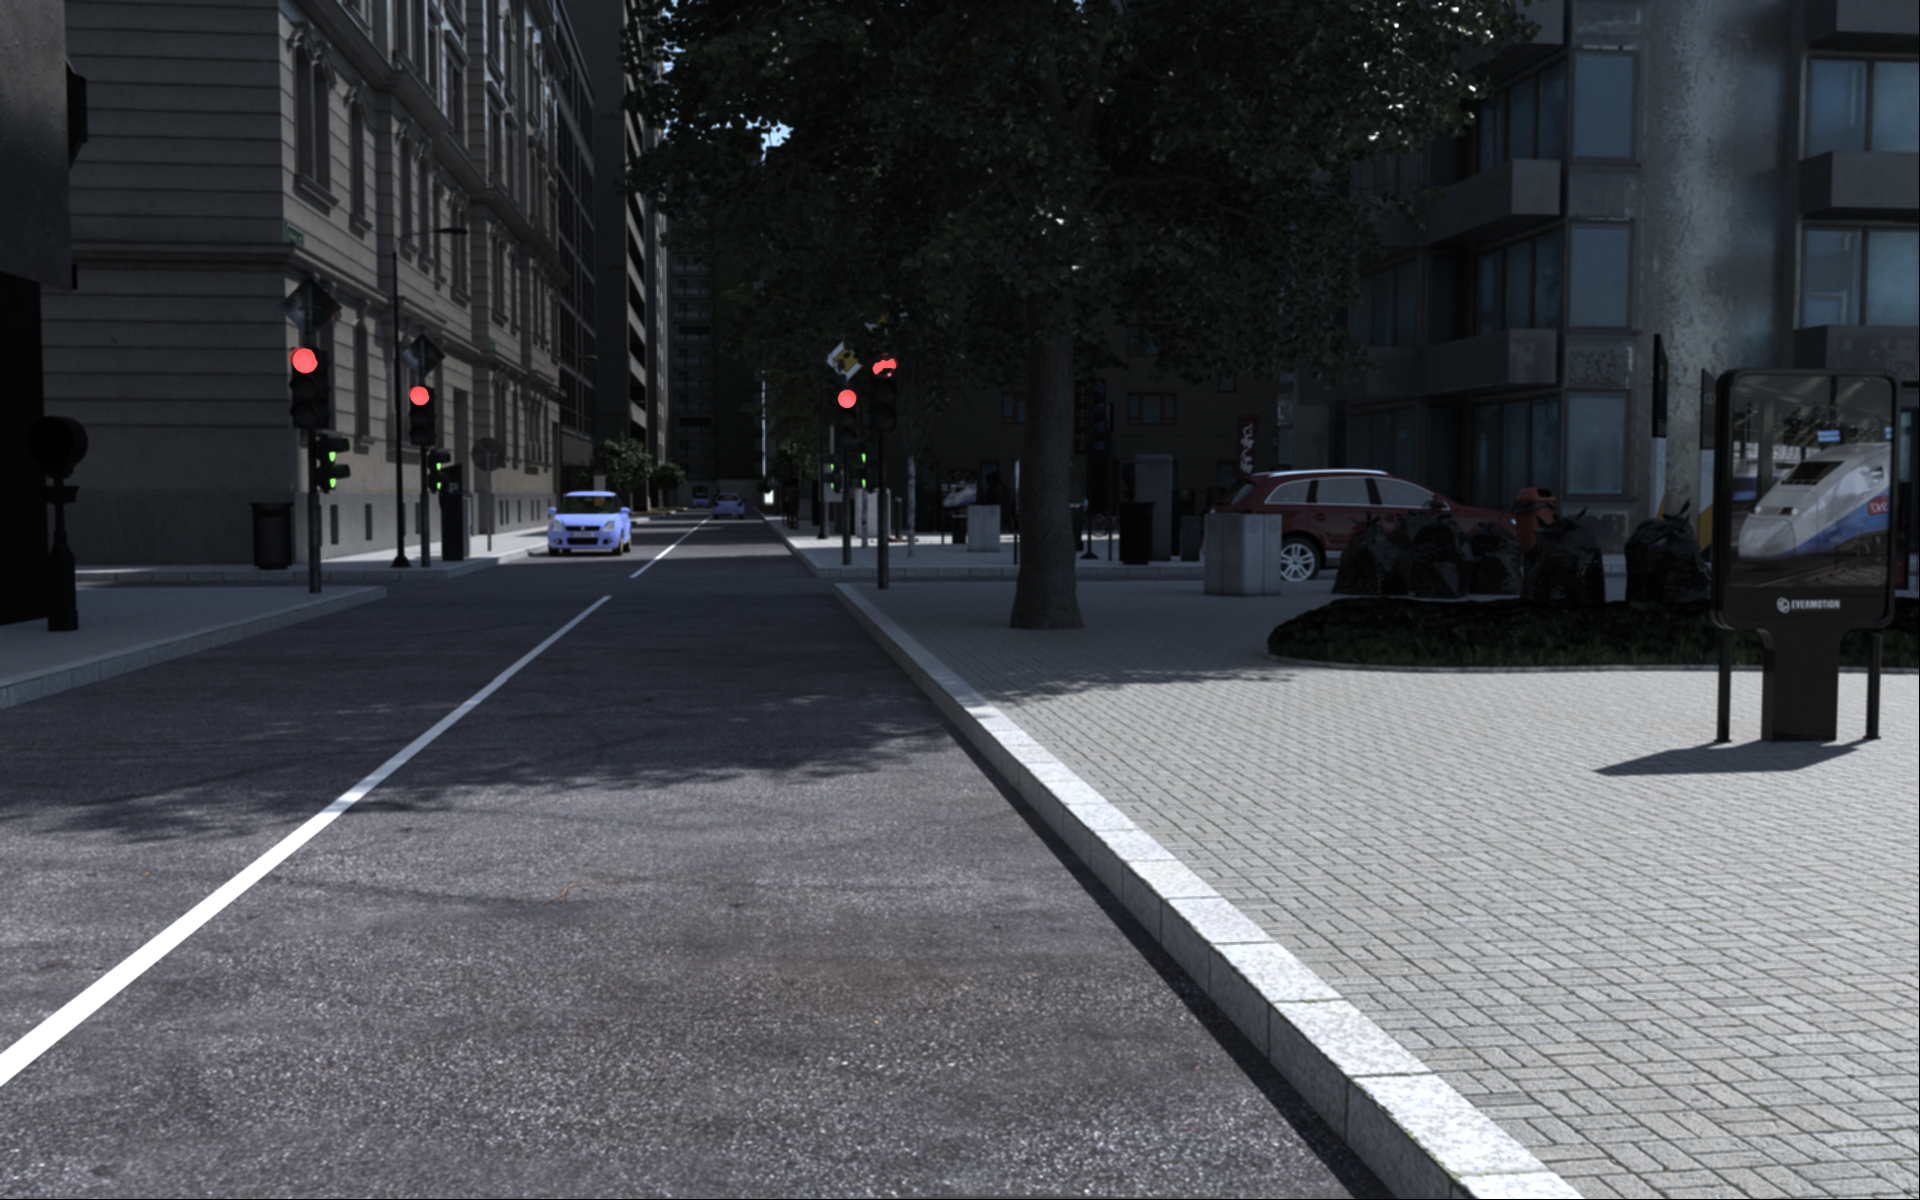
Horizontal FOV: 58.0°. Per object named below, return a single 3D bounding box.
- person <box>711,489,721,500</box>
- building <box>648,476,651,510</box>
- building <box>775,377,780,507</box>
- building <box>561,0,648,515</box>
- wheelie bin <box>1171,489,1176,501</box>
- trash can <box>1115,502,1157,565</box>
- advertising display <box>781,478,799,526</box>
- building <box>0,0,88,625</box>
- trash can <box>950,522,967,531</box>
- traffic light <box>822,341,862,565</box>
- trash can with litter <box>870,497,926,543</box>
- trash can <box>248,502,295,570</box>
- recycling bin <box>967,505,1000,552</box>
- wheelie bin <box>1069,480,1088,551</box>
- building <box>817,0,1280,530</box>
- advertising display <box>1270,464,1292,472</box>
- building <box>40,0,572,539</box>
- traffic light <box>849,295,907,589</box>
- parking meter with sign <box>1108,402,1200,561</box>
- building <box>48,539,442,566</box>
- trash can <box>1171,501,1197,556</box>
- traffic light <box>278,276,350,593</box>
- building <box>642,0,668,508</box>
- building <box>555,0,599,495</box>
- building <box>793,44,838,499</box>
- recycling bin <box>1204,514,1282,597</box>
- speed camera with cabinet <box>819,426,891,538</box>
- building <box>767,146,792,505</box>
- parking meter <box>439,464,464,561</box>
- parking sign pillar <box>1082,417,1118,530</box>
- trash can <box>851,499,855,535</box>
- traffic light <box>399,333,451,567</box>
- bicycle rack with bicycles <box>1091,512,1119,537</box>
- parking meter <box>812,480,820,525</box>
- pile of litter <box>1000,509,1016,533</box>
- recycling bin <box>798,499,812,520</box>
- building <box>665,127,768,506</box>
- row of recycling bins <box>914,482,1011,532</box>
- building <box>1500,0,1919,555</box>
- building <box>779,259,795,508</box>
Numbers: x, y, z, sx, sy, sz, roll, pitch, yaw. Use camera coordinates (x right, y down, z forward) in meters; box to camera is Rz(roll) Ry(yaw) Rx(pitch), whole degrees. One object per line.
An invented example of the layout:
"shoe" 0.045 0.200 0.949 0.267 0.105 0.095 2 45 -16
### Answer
"person" -20.944 -8.697 150.321 1.348 1.869 0.705 1 4 20
"building" -41.187 -27.155 135.872 32.217 40.220 23.993 0 4 -7
"building" -3.761 -19.731 167.637 27.650 21.520 28.899 0 4 -7
"building" -32.059 -29.952 113.419 21.300 48.544 21.600 0 4 -7
"wheelie bin" 7.024 -3.161 59.587 0.693 1.594 0.980 -1 4 -17
"trash can" 3.192 -1.210 31.436 0.748 1.137 0.748 0 3 0
"advertising display" -6.903 -3.986 70.377 0.123 1.923 0.974 2 4 34
"building" -17.116 -8.799 11.320 16.811 18.784 16.820 0 4 -7
"trash can" -0.038 -2.818 57.721 0.748 1.137 0.748 0 3 0
"traffic light" -2.069 -2.589 31.256 0.839 4.253 0.868 0 4 -7
"trash can with litter" -1.567 -2.176 46.635 1.678 1.210 2.233 0 4 1
"trash can" -11.697 -1.089 29.459 0.748 1.137 0.748 0 3 0
"recycling bin" 0.525 -1.593 38.598 0.722 1.027 0.722 0 4 0
"wheelie bin" 2.374 -1.896 38.910 0.980 1.594 0.693 -1 4 -11
"building" 8.040 -14.228 77.670 27.650 21.520 28.899 0 4 -7
"advertising display" 6.887 -1.958 37.233 0.123 1.923 0.974 2 4 32
"building" -22.293 -16.929 64.186 14.401 28.519 23.554 0 4 -7
"traffic light" -1.062 -2.105 23.334 0.839 4.253 0.868 0 4 -7
"parking meter with sign" 3.703 -2.251 33.071 1.738 3.016 0.543 0 4 2
"building" -19.625 -15.501 40.825 14.401 28.519 23.554 0 4 -7
"trash can" 4.549 -1.494 36.075 0.748 1.137 0.748 0 3 0
"traffic light" -8.362 -2.047 22.393 0.839 4.253 0.868 0 4 -7
"building" -39.076 -44.511 166.003 20.611 71.187 20.563 0 4 -7
"building" -26.559 -18.011 87.988 14.314 27.812 24.014 0 4 -7
"building" -4.075 -21.028 115.504 14.160 30.474 14.107 0 4 -7
"recycling bin" 3.601 -0.581 22.061 0.722 1.027 0.722 -3 4 -37
"speed camera with cabinet" -3.081 -3.441 50.604 2.038 3.252 0.660 -1 4 -11
"building" -15.333 -31.446 197.740 14.086 41.232 14.154 0 4 -7
"parking meter" -9.756 -1.681 33.200 0.399 1.863 0.255 -2 4 -33
"parking sign pillar" 5.032 -4.476 61.662 1.447 3.967 1.447 -2 4 -29
"trash can" -3.246 -2.629 54.631 0.748 1.137 0.748 0 3 0
"traffic light" -9.370 -2.532 30.314 0.839 4.253 0.868 0 4 -7
"bicycle rack with bicycles" 5.597 -2.366 52.059 2.925 0.926 2.852 1 4 22
"parking meter" -5.909 -3.998 71.071 0.255 1.863 0.399 1 4 9
"pile of litter" 1.930 -2.629 56.956 1.719 0.858 1.176 -1 4 -10
"recycling bin" -7.691 -4.471 85.663 0.722 1.027 0.722 -1 4 -9
"building" -29.324 -31.347 196.109 14.086 41.232 14.154 0 4 -7
"row of recycling bins" -0.017 -3.168 58.904 3.534 1.692 1.069 -1 4 -13
"building" 24.018 -26.067 45.811 30.456 49.044 23.786 0 4 -7
"building" -0.007 -17.952 138.556 27.650 21.520 28.899 0 4 -7
